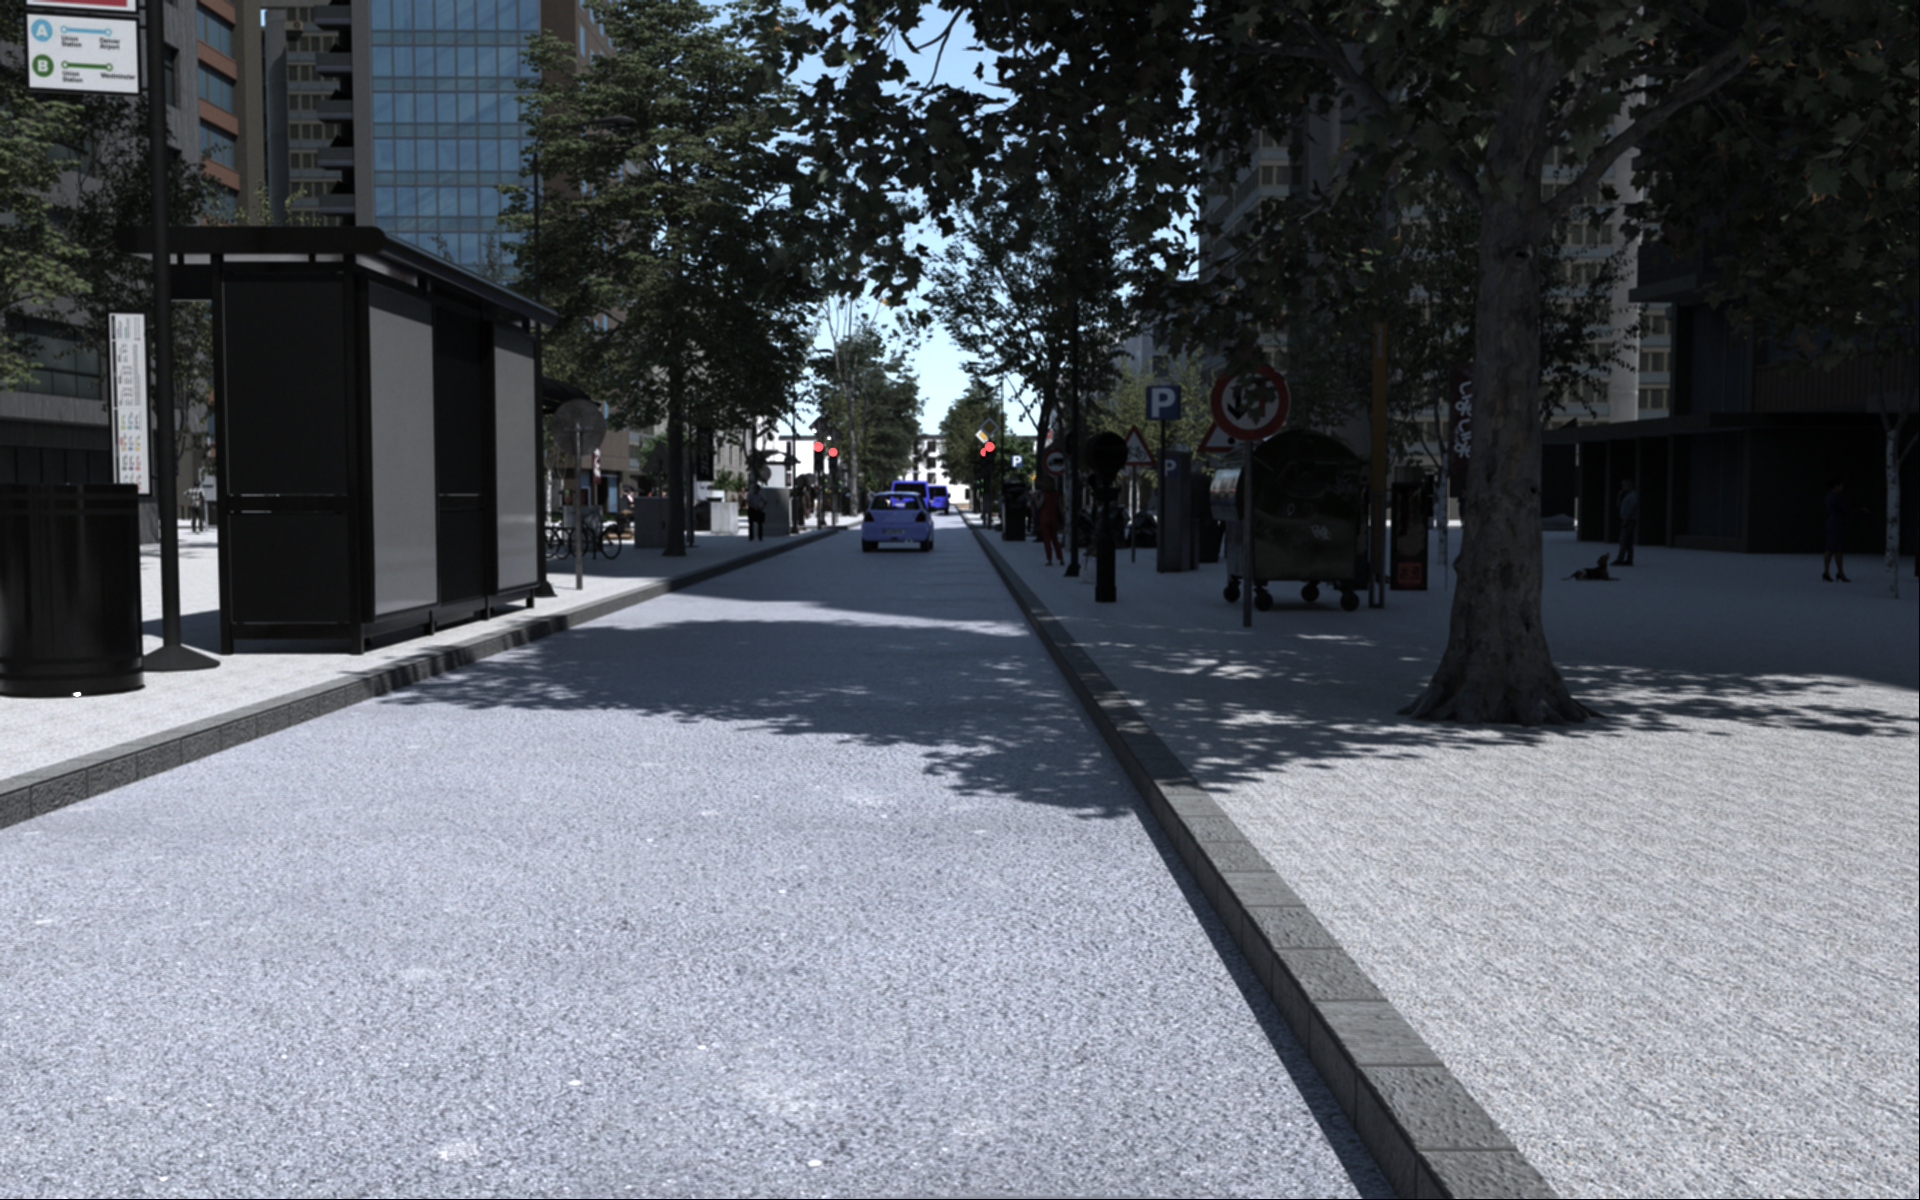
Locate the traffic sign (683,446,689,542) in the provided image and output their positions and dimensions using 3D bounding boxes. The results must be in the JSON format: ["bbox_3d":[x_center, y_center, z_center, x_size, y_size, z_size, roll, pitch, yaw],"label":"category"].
[{"bbox_3d":[-7.229,-2.803,45.935,0.768,2.556,0.104,0,4,1],"label":"traffic sign"}]

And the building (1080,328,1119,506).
[{"bbox_3d":[22.861,-19.920,192.150,16.747,18.905,31.486,0,4,0],"label":"building"}]

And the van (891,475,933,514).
[{"bbox_3d":[-2.345,-4.696,81.158,2.240,2.365,5.245,0,4,-2],"label":"van"}]

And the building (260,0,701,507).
[{"bbox_3d":[-36.841,-26.952,132.549,32.217,40.220,23.993,0,4,0],"label":"building"}]

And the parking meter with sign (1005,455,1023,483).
[{"bbox_3d":[2.338,-5.017,78.294,0.543,3.016,1.738,-1,4,-14],"label":"parking meter with sign"}]

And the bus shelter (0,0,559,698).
[{"bbox_3d":[-5.569,-2.291,15.084,2.179,5.291,8.768,0,4,0],"label":"bus shelter"}]

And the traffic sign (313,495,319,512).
[{"bbox_3d":[-9.857,-1.615,26.510,0.768,2.556,0.104,0,4,2],"label":"traffic sign"}]

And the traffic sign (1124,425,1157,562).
[{"bbox_3d":[3.251,-1.983,32.428,0.884,2.594,0.081,0,4,4],"label":"traffic sign"}]

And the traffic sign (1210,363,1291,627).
[{"bbox_3d":[2.782,-1.014,16.688,0.768,2.556,0.104,0,4,4],"label":"traffic sign"}]

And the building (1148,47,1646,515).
[{"bbox_3d":[31.515,-27.019,133.645,32.217,40.220,23.993,0,4,0],"label":"building"}]

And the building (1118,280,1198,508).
[{"bbox_3d":[23.314,-18.494,158.797,16.016,20.091,11.380,0,4,0],"label":"building"}]

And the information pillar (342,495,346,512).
[{"bbox_3d":[-9.808,-1.428,27.841,0.304,2.012,0.304,2,4,31],"label":"information pillar"}]

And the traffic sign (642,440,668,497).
[{"bbox_3d":[-7.177,-2.536,41.468,0.884,2.594,0.081,0,4,0],"label":"traffic sign"}]

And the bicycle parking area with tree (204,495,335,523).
[{"bbox_3d":[-32.446,-6.237,88.972,9.016,4.147,8.231,1,4,15],"label":"bicycle parking area with tree"}]

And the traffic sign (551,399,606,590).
[{"bbox_3d":[-5.109,-1.411,23.169,0.768,2.556,0.104,1,4,9],"label":"traffic sign"}]

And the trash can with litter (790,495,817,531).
[{"bbox_3d":[-5.962,-3.034,60.671,1.678,1.210,2.233,0,4,5],"label":"trash can with litter"}]

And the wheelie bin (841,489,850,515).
[{"bbox_3d":[-6.730,-5.866,103.818,0.693,1.594,0.980,-3,5,-42],"label":"wheelie bin"}]

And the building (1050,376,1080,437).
[{"bbox_3d":[19.237,-24.192,251.955,11.380,20.091,16.016,0,4,0],"label":"building"}]

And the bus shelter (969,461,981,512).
[{"bbox_3d":[1.554,-8.218,125.654,1.731,3.624,6.357,0,4,0],"label":"bus shelter"}]

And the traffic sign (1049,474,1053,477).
[{"bbox_3d":[3.538,-3.733,63.157,0.606,2.300,0.079,0,4,1],"label":"traffic sign"}]

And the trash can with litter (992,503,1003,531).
[{"bbox_3d":[1.506,-2.927,59.238,0.624,1.170,1.055,-2,4,-33],"label":"trash can with litter"}]

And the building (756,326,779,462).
[{"bbox_3d":[-27.034,-21.038,200.389,11.380,20.091,16.016,0,4,0],"label":"building"}]

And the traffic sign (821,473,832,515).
[{"bbox_3d":[-8.383,-6.592,107.789,0.884,2.594,0.081,0,4,8],"label":"traffic sign"}]

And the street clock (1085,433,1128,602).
[{"bbox_3d":[1.734,-0.978,20.558,0.471,2.002,0.358,-1,4,-22],"label":"street clock"}]

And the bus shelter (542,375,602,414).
[{"bbox_3d":[-7.270,-2.064,27.674,2.014,3.302,5.546,0,4,0],"label":"bus shelter"}]

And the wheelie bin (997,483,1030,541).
[{"bbox_3d":[1.524,-2.422,47.502,0.980,1.594,0.693,0,4,-5],"label":"wheelie bin"}]

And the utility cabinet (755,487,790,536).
[{"bbox_3d":[-5.669,-2.673,52.382,0.318,1.500,1.173,3,5,41],"label":"utility cabinet"}]

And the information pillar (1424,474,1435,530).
[{"bbox_3d":[16.989,-3.562,62.737,0.304,2.012,0.304,0,4,-7],"label":"information pillar"}]

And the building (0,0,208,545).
[{"bbox_3d":[-26.596,-16.443,40.547,14.107,30.474,14.160,0,4,0],"label":"building"}]

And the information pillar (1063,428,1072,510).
[{"bbox_3d":[3.740,-4.134,58.948,0.504,3.616,0.183,-3,4,-36],"label":"information pillar"}]

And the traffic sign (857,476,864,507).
[{"bbox_3d":[-6.953,-7.261,118.823,0.768,2.556,0.104,1,4,9],"label":"traffic sign"}]

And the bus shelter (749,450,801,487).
[{"bbox_3d":[-8.709,-5.367,81.676,2.014,3.302,5.546,0,4,0],"label":"bus shelter"}]

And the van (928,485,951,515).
[{"bbox_3d":[-1.759,-7.260,123.079,2.240,2.365,5.245,0,4,-1],"label":"van"}]

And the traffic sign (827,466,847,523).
[{"bbox_3d":[-5.399,-4.651,76.040,0.884,2.594,0.081,0,4,5],"label":"traffic sign"}]

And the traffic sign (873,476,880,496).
[{"bbox_3d":[-6.060,-7.486,122.498,0.768,2.556,0.104,0,4,1],"label":"traffic sign"}]

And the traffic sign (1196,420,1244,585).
[{"bbox_3d":[3.445,-1.347,22.034,0.884,2.594,0.081,0,4,5],"label":"traffic sign"}]

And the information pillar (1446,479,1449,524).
[{"bbox_3d":[21.113,-4.337,75.402,0.304,2.012,0.304,1,4,11],"label":"information pillar"}]

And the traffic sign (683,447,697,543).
[{"bbox_3d":[-7.038,-2.788,45.587,0.884,2.594,0.081,0,4,6],"label":"traffic sign"}]

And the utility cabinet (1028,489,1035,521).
[{"bbox_3d":[3.674,-4.386,80.382,1.173,1.500,0.318,-3,5,-41],"label":"utility cabinet"}]

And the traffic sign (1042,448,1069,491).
[{"bbox_3d":[2.668,-2.935,48.092,0.768,2.556,0.104,0,4,2],"label":"traffic sign"}]

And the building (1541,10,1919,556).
[{"bbox_3d":[26.570,-23.174,33.518,22.147,44.769,28.867,0,4,0],"label":"building"}]

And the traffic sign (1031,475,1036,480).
[{"bbox_3d":[4.043,-5.831,95.066,0.795,2.593,0.064,0,3,0],"label":"traffic sign"}]

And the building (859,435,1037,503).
[{"bbox_3d":[-1.331,-18.756,248.803,28.070,9.664,9.099,0,4,0],"label":"building"}]

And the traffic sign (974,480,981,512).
[{"bbox_3d":[1.348,-7.132,116.717,0.768,2.556,0.104,0,4,5],"label":"traffic sign"}]

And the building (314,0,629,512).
[{"bbox_3d":[-27.574,-27.527,100.177,14.600,45.320,14.200,0,4,0],"label":"building"}]

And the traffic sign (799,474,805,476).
[{"bbox_3d":[-9.867,-6.657,108.954,0.768,2.556,0.104,0,4,0],"label":"traffic sign"}]

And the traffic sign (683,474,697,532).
[{"bbox_3d":[-9.028,-3.527,57.770,0.768,2.556,0.104,0,4,3],"label":"traffic sign"}]

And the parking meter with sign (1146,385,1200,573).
[{"bbox_3d":[3.572,-1.983,28.676,0.543,3.016,1.738,1,4,22],"label":"parking meter with sign"}]

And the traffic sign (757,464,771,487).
[{"bbox_3d":[-8.471,-4.536,74.275,0.768,2.556,0.104,1,4,8],"label":"traffic sign"}]

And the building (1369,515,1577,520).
[{"bbox_3d":[27.669,-24.961,99.990,23.993,40.220,32.217,0,4,0],"label":"building"}]

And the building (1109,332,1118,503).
[{"bbox_3d":[22.858,-19.204,170.410,16.016,20.091,11.380,0,4,0],"label":"building"}]

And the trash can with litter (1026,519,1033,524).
[{"bbox_3d":[3.671,-3.837,73.800,2.233,1.210,1.678,2,4,30],"label":"trash can with litter"}]

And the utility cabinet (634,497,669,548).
[{"bbox_3d":[-7.199,-1.831,41.099,1.020,1.237,0.306,0,4,2],"label":"utility cabinet"}]

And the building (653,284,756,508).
[{"bbox_3d":[-29.213,-18.064,161.807,16.747,18.905,31.486,0,4,0],"label":"building"}]

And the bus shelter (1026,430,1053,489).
[{"bbox_3d":[4.714,-7.816,105.428,2.179,5.291,8.768,0,4,0],"label":"bus shelter"}]

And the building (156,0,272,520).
[{"bbox_3d":[-53.359,-26.750,91.988,28.867,44.769,22.147,0,4,0],"label":"building"}]

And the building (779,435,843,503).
[{"bbox_3d":[-29.397,-18.718,248.185,28.070,9.664,9.099,0,4,0],"label":"building"}]

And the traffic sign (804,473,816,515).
[{"bbox_3d":[-9.072,-6.380,104.412,0.768,2.556,0.104,0,4,3],"label":"traffic sign"}]
